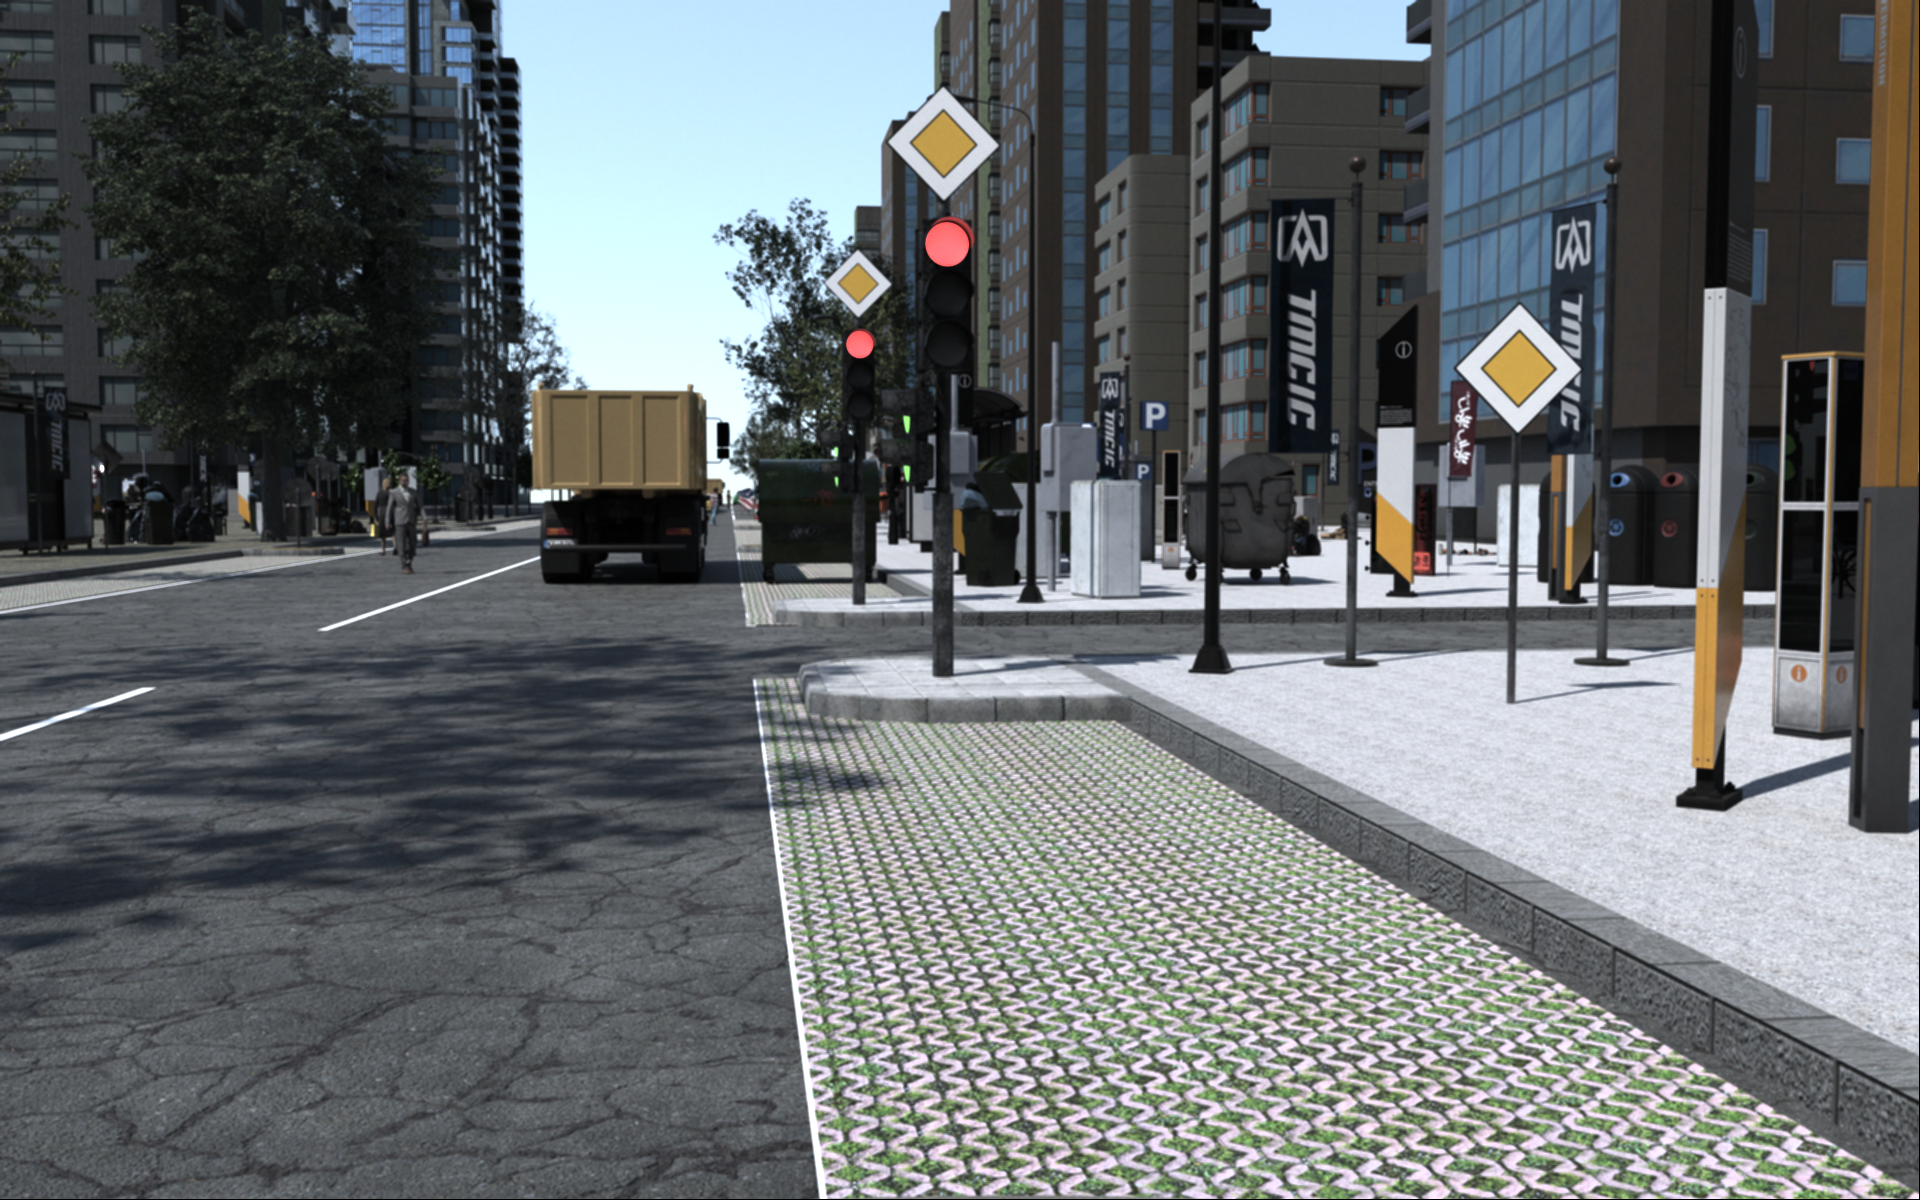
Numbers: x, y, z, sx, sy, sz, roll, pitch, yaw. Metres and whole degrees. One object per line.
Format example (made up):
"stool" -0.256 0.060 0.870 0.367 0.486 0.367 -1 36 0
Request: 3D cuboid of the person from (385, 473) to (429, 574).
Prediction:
"person" -9.942 -1.377 31.137 0.709 1.813 0.853 -3 4 -38

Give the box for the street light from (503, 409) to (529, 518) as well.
"street light" -24.106 -7.433 94.067 1.470 5.913 1.316 0 4 -8

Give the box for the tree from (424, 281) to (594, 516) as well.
"tree" -26.086 -11.645 100.767 12.009 13.543 11.850 0 3 0

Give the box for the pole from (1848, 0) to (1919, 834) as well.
"pole" 3.512 -0.776 6.526 0.158 3.312 0.155 0 3 0

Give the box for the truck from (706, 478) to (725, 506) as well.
"truck" -30.601 -13.298 213.353 3.469 3.379 9.791 -1 4 -9

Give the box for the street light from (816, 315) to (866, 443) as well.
"street light" -3.040 -4.437 45.078 1.470 5.913 1.316 0 4 -8

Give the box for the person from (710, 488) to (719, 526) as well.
"person" -11.179 -4.248 78.792 0.643 1.720 0.563 -3 5 -39

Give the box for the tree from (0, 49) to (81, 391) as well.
"tree" -16.036 -4.684 26.947 4.737 8.622 4.395 0 3 0

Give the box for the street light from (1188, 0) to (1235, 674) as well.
"street light" 1.280 -2.429 12.261 1.470 5.913 1.316 0 4 -8

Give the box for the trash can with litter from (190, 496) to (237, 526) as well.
"trash can with litter" -29.843 -3.515 68.523 2.233 1.210 1.678 0 4 -1

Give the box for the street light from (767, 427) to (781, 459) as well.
"street light" -9.649 -7.471 94.687 1.470 5.913 1.316 0 4 -8

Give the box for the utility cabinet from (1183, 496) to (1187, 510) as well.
"utility cabinet" 7.845 -2.989 60.033 0.306 1.237 1.020 2 4 30

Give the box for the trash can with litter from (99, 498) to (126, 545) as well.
"trash can with litter" -21.505 -1.981 43.780 0.624 1.170 1.055 -3 5 -45

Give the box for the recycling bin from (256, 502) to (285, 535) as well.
"recycling bin" -21.637 -2.556 54.350 0.722 1.027 0.722 -2 4 -34

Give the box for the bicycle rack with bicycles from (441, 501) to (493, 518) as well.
"bicycle rack with bicycles" -25.924 -4.778 91.505 2.852 0.926 2.925 -2 4 -32

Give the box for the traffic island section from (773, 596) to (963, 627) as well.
"traffic island section" -1.151 0.132 20.121 2.009 0.180 2.903 0 4 -8

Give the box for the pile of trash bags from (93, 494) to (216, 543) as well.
"pile of trash bags" -21.605 -2.206 45.814 3.447 1.369 1.912 -2 4 -29

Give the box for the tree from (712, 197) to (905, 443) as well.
"tree" -9.256 -15.466 108.755 12.611 20.169 13.585 0 3 0

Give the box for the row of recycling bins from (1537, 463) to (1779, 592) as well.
"row of recycling bins" 9.711 -1.045 24.195 1.069 1.692 3.534 -3 5 -39

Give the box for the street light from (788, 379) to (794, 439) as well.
"street light" -6.320 -5.949 69.812 1.470 5.913 1.316 0 4 -8

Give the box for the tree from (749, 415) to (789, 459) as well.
"tree" -16.919 -12.591 156.229 4.360 8.622 3.978 0 3 0

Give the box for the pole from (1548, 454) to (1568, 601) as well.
"pole" 7.209 -1.648 20.793 0.158 3.312 0.155 0 3 0

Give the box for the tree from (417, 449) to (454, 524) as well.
"tree" -22.456 -4.864 74.134 1.663 3.219 1.824 0 3 0

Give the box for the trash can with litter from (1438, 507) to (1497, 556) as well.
"trash can with litter" 10.955 -1.553 36.453 2.233 1.210 1.678 3 4 36

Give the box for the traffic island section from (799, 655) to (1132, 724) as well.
"traffic island section" -0.097 0.616 12.205 2.009 0.180 2.903 0 4 -8

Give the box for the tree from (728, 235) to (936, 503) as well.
"tree" -4.218 -7.887 63.371 8.767 10.594 7.601 1 4 14

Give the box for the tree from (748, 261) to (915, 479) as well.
"tree" -3.505 -6.328 53.829 4.737 8.622 4.395 0 3 0

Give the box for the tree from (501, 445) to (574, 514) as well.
"tree" -28.175 -7.941 113.556 4.285 4.588 4.351 0 3 0

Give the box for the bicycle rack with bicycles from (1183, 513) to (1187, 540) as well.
"bicycle rack with bicycles" 5.760 -2.102 47.748 2.852 0.926 2.925 -1 4 -22

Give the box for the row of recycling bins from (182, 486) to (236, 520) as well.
"row of recycling bins" -36.863 -4.848 86.371 3.534 1.692 1.069 -2 4 -27

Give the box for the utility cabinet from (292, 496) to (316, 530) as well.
"utility cabinet" -23.500 -3.111 62.019 0.306 1.237 1.020 1 4 14

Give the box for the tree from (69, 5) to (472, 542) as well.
"tree" -18.466 -8.553 46.492 9.857 13.997 8.962 0 3 0

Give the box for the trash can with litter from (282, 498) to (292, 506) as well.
"trash can with litter" -24.394 -3.091 61.921 1.055 1.170 0.624 0 4 -8

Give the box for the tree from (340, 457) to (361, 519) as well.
"tree" -31.651 -5.871 90.593 1.663 3.219 1.824 0 3 0

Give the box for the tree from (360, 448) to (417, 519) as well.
"tree" -21.692 -4.348 65.694 1.663 3.219 1.824 0 3 0

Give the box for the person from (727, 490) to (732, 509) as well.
"person" -21.878 -9.513 164.044 0.705 1.824 1.348 1 4 11

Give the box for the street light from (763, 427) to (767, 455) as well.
"street light" -12.939 -9.020 120.016 1.470 5.913 1.316 0 4 -8

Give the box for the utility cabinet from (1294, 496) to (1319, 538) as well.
"utility cabinet" 9.372 -2.184 46.871 0.306 1.237 1.020 2 4 34

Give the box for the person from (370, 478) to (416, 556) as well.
"person" -13.238 -1.935 40.359 0.699 1.804 1.509 -2 4 -33

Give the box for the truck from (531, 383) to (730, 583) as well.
"truck" -5.939 -2.179 31.548 3.469 3.379 9.791 0 4 -7

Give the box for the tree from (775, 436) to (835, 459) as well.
"tree" -7.848 -6.420 88.682 4.285 4.588 4.351 0 3 0

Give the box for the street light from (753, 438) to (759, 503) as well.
"street light" -16.319 -10.532 144.737 1.470 5.913 1.316 0 4 -8

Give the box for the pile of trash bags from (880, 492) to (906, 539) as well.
"pile of trash bags" -0.279 -2.476 50.241 3.447 1.369 1.912 -2 4 -31

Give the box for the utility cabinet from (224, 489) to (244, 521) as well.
"utility cabinet" -33.429 -4.370 80.124 1.173 1.500 0.318 -1 4 -14

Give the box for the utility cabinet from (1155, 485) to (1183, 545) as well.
"utility cabinet" 4.994 -2.132 43.534 1.173 1.500 0.318 1 4 14

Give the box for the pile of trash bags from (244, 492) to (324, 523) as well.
"pile of trash bags" -30.408 -4.189 78.246 1.912 1.369 3.447 3 5 42

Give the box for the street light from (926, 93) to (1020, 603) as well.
"street light" 0.306 -2.920 20.282 1.470 5.913 1.316 0 4 -8
